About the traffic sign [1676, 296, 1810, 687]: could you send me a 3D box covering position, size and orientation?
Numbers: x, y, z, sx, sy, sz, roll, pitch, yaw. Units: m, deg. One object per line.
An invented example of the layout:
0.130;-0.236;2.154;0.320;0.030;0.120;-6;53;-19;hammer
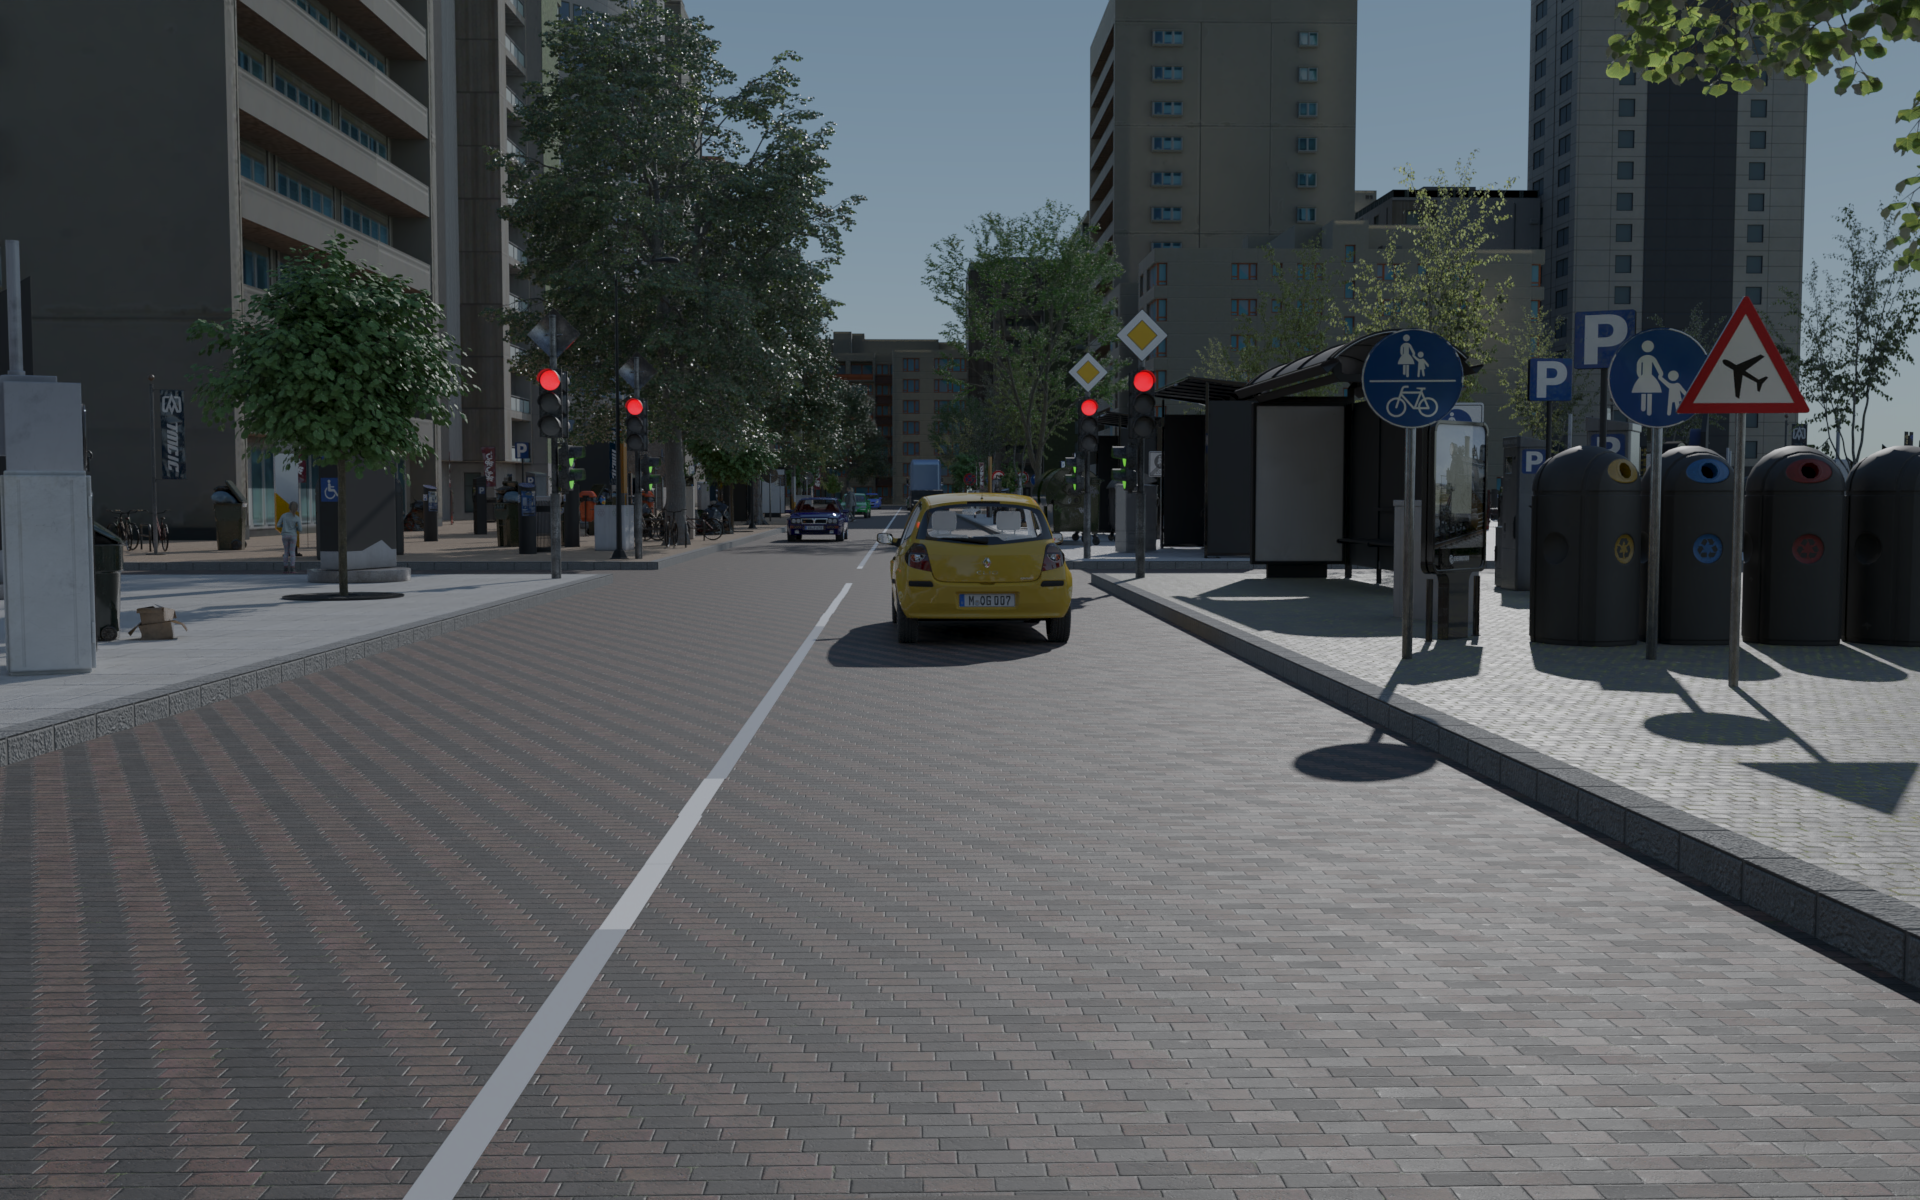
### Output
5.161;-0.702;11.484;0.884;2.594;0.081;0;4;-1;traffic sign

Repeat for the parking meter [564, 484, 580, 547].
-9.390;-2.048;41.892;0.372;1.533;0.369;0;3;0;parking meter

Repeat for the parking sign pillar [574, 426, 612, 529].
-13.649;-4.646;64.434;1.447;3.967;1.447;-2;4;-25;parking sign pillar

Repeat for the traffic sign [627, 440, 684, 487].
-11.495;-4.349;64.982;2.265;3.308;0.079;0;4;3;traffic sign

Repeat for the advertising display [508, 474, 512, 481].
-14.359;-3.066;55.340;0.123;1.923;0.974;-1;4;-15;advertising display

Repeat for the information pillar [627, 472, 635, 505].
-10.746;-3.216;57.073;0.304;2.012;0.304;-2;4;-34;information pillar

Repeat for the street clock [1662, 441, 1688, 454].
9.870;-1.186;23.954;0.471;2.002;0.358;-3;5;-41;street clock

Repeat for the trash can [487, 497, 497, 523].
-20.994;-4.026;77.474;0.748;1.137;0.748;0;3;0;trash can

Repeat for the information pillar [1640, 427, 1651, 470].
14.246;-2.713;35.720;0.183;3.616;0.504;1;4;9;information pillar

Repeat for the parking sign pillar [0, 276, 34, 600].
-12.122;-2.010;21.329;1.447;3.967;1.447;-2;4;-30;parking sign pillar

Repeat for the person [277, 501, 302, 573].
-12.169;-1.141;31.441;0.425;1.301;0.394;-1;4;-23;person

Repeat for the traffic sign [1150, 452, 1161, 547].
4.826;-2.408;41.506;0.606;2.300;0.079;0;4;3;traffic sign

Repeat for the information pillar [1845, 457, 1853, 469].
54.098;-6.977;105.433;0.504;3.616;0.183;3;4;37;information pillar

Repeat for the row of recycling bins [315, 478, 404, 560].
-12.173;-1.711;35.090;1.069;1.692;3.534;0;4;-1;row of recycling bins

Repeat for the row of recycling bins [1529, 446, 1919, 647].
6.717;-0.478;14.934;3.534;1.692;1.069;0;4;1;row of recycling bins

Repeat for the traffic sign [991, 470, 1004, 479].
2.074;-5.679;92.963;0.768;2.556;0.104;0;4;4;traffic sign

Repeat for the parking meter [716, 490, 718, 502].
-13.573;-5.461;97.705;0.372;1.533;0.369;0;3;0;parking meter

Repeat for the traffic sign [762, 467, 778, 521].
-8.887;-4.952;81.068;0.768;2.556;0.104;0;4;2;traffic sign

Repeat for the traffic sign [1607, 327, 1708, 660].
5.363;-0.810;13.356;0.768;2.556;0.104;0;4;8;traffic sign

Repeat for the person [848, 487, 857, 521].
-5.819;-5.062;91.454;0.709;1.800;0.728;1;4;22;person

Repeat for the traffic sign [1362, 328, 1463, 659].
3.481;-0.814;13.410;0.768;2.556;0.104;0;4;5;traffic sign

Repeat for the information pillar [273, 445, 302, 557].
-13.817;-2.702;35.528;0.504;3.616;0.183;-3;5;-44;information pillar

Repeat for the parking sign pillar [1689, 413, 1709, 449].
21.833;-3.835;51.180;1.447;3.967;1.447;2;4;26;parking sign pillar

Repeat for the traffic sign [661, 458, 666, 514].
-10.565;-3.752;61.454;0.768;2.556;0.104;0;4;7;traffic sign

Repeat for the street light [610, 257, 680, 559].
-6.192;-3.763;34.061;1.470;5.913;1.316;0;4;-2;street light

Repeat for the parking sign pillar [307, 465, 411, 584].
-8.853;-2.260;25.417;1.447;3.967;1.447;1;4;15;parking sign pillar

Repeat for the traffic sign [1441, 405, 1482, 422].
5.559;-1.062;19.497;0.606;2.300;0.079;0;4;4;traffic sign

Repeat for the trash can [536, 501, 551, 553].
-9.250;-1.621;38.162;0.748;1.137;0.748;0;3;0;trash can

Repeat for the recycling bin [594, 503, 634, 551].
-7.852;-1.638;39.336;0.722;1.027;0.722;0;4;7;recycling bin

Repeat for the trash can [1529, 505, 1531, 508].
31.018;-5.037;94.000;0.748;1.137;0.748;0;3;0;trash can

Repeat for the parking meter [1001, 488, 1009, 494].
1.988;-4.152;76.298;0.372;1.533;0.369;0;3;0;parking meter

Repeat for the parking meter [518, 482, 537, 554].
-9.241;-1.748;36.996;0.372;1.533;0.369;0;3;0;parking meter

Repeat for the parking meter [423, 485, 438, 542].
-14.336;-2.354;46.902;0.372;1.533;0.369;0;3;0;parking meter

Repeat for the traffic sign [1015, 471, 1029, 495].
3.416;-5.838;95.559;0.768;2.556;0.104;0;4;6;traffic sign

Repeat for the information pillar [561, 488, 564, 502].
-16.765;-4.232;73.691;0.304;2.012;0.304;1;4;14;information pillar

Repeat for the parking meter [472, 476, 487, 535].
-15.217;-3.006;54.862;0.399;1.863;0.255;-3;5;-41;parking meter

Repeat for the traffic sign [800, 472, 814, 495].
-8.499;-5.865;96.001;0.768;2.556;0.104;0;4;2;traffic sign

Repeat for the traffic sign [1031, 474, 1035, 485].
4.864;-6.724;110.043;0.768;2.556;0.104;0;4;4;traffic sign

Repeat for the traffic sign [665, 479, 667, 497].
-10.841;-3.916;64.127;0.768;2.556;0.104;0;4;1;traffic sign

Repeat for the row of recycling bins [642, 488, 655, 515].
-19.317;-6.041;105.891;1.069;1.692;3.534;0;4;6;row of recycling bins

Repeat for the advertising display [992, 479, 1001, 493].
1.549;-4.153;73.119;0.123;1.923;0.974;-1;4;-15;advertising display

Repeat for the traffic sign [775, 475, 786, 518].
-9.478;-5.455;91.322;0.606;2.300;0.079;0;4;6;traffic sign

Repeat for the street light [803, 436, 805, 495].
-7.913;-7.407;93.647;1.470;5.913;1.316;0;4;-2;street light

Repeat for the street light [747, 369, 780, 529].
-7.164;-5.600;64.097;1.470;5.913;1.316;0;4;-2;street light

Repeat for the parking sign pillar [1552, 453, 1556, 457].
36.250;-7.181;105.881;1.447;3.967;1.447;0;4;8;parking sign pillar

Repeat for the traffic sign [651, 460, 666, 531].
-10.707;-3.720;60.930;0.768;2.556;0.104;0;4;5;traffic sign

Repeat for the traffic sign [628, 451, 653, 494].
-9.289;-3.073;50.352;0.768;2.556;0.104;0;4;5;traffic sign

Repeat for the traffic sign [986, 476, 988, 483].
2.015;-6.638;108.634;0.768;2.556;0.104;0;4;5;traffic sign

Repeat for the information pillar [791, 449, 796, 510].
-7.916;-5.569;82.399;0.183;3.616;0.504;-1;4;-21;information pillar

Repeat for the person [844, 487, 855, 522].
-5.780;-4.951;89.551;0.767;1.812;0.694;-1;4;-15;person

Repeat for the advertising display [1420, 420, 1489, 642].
4.375;-0.618;15.321;0.123;1.923;0.974;3;5;44;advertising display

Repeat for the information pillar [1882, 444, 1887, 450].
43.124;-5.463;80.670;0.183;3.616;0.504;-2;4;-34;information pillar

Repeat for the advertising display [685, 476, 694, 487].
-10.055;-3.496;62.376;0.974;1.923;0.123;-2;4;-31;advertising display

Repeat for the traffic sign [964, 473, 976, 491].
0.604;-6.432;105.273;0.768;2.556;0.104;0;4;3;traffic sign
